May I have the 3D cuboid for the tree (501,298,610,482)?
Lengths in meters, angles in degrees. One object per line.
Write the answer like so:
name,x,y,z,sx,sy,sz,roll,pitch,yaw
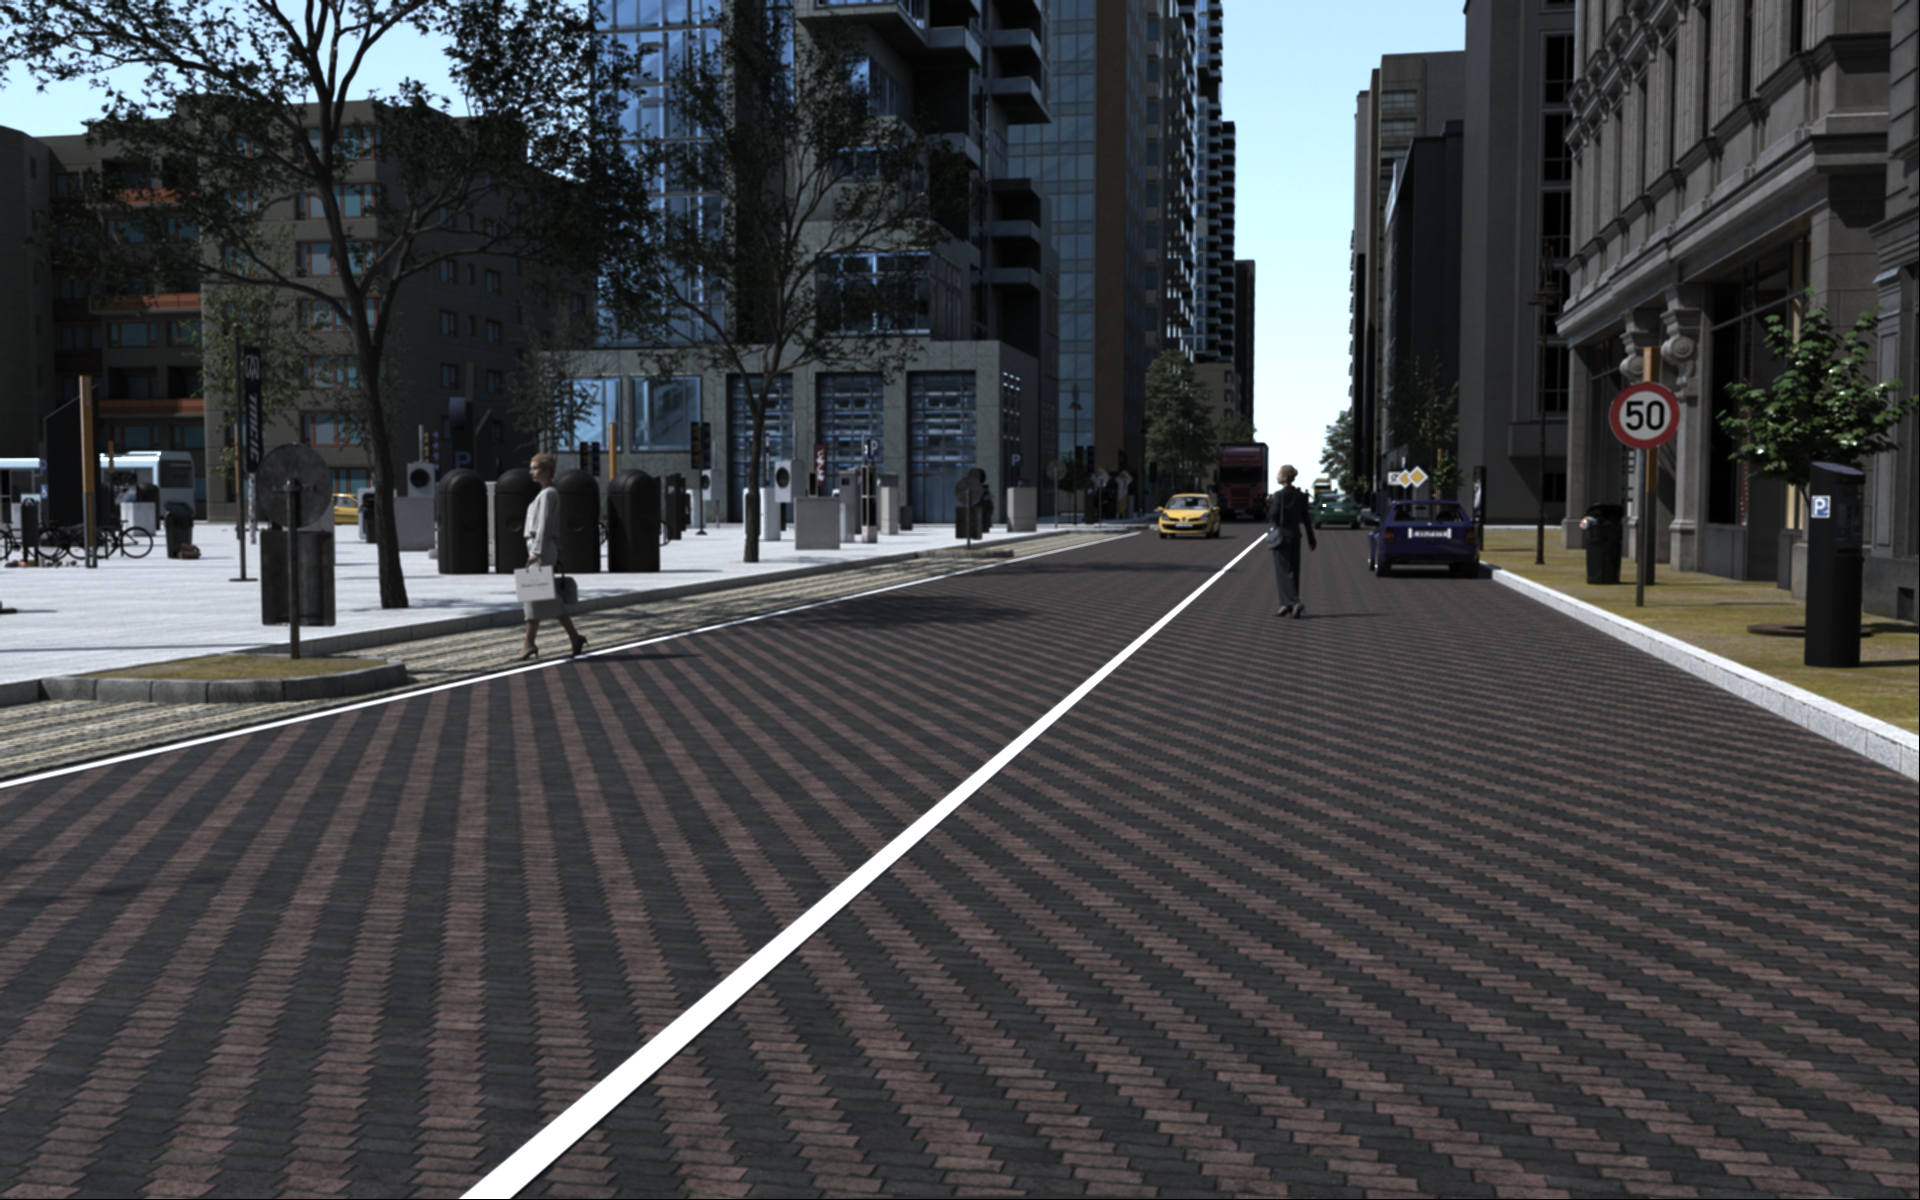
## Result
tree,-14.963,-6.916,63.433,4.360,8.622,3.978,0,3,0

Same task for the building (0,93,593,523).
building,-36.983,-15.139,92.568,28.899,21.520,27.650,1,4,11

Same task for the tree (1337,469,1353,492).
tree,50.705,-14.813,225.907,4.285,4.588,4.351,0,3,0

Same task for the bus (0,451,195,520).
bus,-40.468,-4.983,76.329,13.247,3.499,2.948,1,4,11

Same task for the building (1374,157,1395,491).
building,43.178,-23.142,150.078,14.160,30.474,14.107,1,4,11

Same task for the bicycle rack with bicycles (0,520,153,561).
bicycle rack with bicycles,-17.616,-1.286,34.402,2.925,0.926,2.852,-1,4,-16

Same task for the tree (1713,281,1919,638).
tree,7.796,-1.306,15.955,1.663,3.219,1.824,0,3,0

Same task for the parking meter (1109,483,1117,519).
parking meter,7.852,-5.094,89.003,0.399,1.863,0.255,0,4,6

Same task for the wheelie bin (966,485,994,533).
wheelie bin,0.673,-3.019,57.273,0.980,1.594,0.693,-1,4,-20

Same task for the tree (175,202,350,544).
tree,-18.119,-5.757,44.481,4.737,8.622,4.395,0,3,0

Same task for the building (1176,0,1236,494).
building,33.481,-58.702,272.441,22.319,86.520,31.000,1,4,11

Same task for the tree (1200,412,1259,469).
tree,34.466,-17.957,219.347,9.928,11.665,9.643,0,3,0

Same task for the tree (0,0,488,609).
tree,-6.651,-5.196,19.371,7.601,10.594,8.767,2,4,30

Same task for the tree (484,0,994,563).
tree,-3.867,-5.958,31.828,8.767,10.594,7.601,-1,4,-12

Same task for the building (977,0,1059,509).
building,16.115,-53.747,191.437,22.319,86.520,31.000,1,4,11

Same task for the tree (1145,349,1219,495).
tree,16.372,-13.318,135.877,7.486,12.596,7.792,0,3,0

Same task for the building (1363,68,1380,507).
building,48.965,-32.297,178.159,14.600,45.320,14.200,1,4,11

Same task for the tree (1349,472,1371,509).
tree,34.461,-9.420,148.623,1.663,3.219,1.824,0,3,0

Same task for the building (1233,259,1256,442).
building,42.770,-37.389,294.897,14.154,41.232,14.086,1,4,11

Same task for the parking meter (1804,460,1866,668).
parking meter,6.515,-0.274,12.896,0.372,1.533,0.369,0,3,0

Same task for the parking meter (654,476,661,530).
parking meter,-9.863,-3.072,55.933,0.399,1.863,0.255,-1,4,-14

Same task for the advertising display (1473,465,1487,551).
advertising display,11.796,-2.087,39.340,0.123,1.923,0.974,0,4,7

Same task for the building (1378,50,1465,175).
building,46.465,-29.349,163.456,14.154,41.232,14.086,1,4,11

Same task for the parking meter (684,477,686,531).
parking meter,-9.669,-3.302,59.705,0.399,1.863,0.255,-2,4,-24

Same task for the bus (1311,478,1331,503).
bus,55.790,-16.860,267.205,2.896,3.916,12.252,1,4,10

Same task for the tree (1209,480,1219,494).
tree,30.557,-12.802,203.905,1.663,3.219,1.824,0,3,0

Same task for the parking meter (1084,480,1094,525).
parking meter,5.415,-4.089,72.569,0.399,1.863,0.255,0,4,-4

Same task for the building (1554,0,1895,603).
building,18.355,-11.463,38.334,10.553,20.767,40.483,1,4,11

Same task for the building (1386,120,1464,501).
building,33.829,-17.470,104.697,14.314,24.678,30.058,1,4,11

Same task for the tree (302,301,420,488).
tree,-22.310,-7.032,65.333,4.360,8.622,3.978,0,3,0

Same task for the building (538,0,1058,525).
building,-6.200,-47.399,87.642,22.319,86.520,31.000,1,4,11

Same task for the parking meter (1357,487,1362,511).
parking meter,31.081,-7.897,134.823,0.399,1.863,0.255,1,4,17

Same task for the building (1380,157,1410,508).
building,38.301,-19.101,130.318,12.078,24.808,19.932,1,4,11

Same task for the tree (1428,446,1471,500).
tree,19.359,-4.520,68.507,1.663,3.219,1.824,0,3,0

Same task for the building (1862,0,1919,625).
building,12.574,-9.742,8.441,9.793,20.994,18.267,1,4,11

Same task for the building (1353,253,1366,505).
building,54.416,-26.652,207.460,14.160,30.474,14.107,1,4,11

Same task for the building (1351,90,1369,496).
building,67.755,-43.392,251.458,21.231,58.520,28.212,1,4,11

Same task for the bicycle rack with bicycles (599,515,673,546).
bicycle rack with bicycles,-8.455,-1.818,43.101,2.925,0.926,2.852,1,4,18

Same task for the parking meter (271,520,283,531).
parking meter,-14.726,-1.937,37.389,0.255,1.863,0.399,-1,4,-15

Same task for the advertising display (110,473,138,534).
advertising display,-25.510,-2.915,52.866,0.123,1.923,0.974,1,4,19

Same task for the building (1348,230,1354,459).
building,74.381,-40.408,280.281,23.786,49.044,30.456,1,4,11

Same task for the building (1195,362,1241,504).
building,25.123,-24.473,245.168,27.650,21.520,28.899,1,4,11

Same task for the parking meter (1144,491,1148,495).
parking meter,13.915,-7.426,129.825,0.372,1.533,0.369,0,3,0

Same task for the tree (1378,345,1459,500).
tree,22.946,-8.333,86.600,4.737,8.622,4.395,0,3,0

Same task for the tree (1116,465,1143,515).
tree,10.491,-6.775,105.371,1.663,3.219,1.824,0,3,0

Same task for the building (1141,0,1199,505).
building,10.184,-33.204,162.487,23.786,49.044,30.456,1,4,11

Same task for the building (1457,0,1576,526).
building,33.997,-17.079,72.745,24.014,27.812,14.314,1,4,11

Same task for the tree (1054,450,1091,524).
tree,4.863,-4.903,74.773,1.663,3.219,1.824,0,3,0

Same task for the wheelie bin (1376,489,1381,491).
wheelie bin,26.242,-6.150,108.461,0.693,1.594,0.980,3,4,36

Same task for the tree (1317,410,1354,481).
tree,52.028,-19.260,233.019,7.486,12.596,7.792,0,3,0

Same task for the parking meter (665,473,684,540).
parking meter,-8.022,-2.612,48.419,0.399,1.863,0.255,1,4,18

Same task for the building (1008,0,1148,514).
building,5.093,-28.603,117.774,14.600,45.320,14.200,1,4,11
